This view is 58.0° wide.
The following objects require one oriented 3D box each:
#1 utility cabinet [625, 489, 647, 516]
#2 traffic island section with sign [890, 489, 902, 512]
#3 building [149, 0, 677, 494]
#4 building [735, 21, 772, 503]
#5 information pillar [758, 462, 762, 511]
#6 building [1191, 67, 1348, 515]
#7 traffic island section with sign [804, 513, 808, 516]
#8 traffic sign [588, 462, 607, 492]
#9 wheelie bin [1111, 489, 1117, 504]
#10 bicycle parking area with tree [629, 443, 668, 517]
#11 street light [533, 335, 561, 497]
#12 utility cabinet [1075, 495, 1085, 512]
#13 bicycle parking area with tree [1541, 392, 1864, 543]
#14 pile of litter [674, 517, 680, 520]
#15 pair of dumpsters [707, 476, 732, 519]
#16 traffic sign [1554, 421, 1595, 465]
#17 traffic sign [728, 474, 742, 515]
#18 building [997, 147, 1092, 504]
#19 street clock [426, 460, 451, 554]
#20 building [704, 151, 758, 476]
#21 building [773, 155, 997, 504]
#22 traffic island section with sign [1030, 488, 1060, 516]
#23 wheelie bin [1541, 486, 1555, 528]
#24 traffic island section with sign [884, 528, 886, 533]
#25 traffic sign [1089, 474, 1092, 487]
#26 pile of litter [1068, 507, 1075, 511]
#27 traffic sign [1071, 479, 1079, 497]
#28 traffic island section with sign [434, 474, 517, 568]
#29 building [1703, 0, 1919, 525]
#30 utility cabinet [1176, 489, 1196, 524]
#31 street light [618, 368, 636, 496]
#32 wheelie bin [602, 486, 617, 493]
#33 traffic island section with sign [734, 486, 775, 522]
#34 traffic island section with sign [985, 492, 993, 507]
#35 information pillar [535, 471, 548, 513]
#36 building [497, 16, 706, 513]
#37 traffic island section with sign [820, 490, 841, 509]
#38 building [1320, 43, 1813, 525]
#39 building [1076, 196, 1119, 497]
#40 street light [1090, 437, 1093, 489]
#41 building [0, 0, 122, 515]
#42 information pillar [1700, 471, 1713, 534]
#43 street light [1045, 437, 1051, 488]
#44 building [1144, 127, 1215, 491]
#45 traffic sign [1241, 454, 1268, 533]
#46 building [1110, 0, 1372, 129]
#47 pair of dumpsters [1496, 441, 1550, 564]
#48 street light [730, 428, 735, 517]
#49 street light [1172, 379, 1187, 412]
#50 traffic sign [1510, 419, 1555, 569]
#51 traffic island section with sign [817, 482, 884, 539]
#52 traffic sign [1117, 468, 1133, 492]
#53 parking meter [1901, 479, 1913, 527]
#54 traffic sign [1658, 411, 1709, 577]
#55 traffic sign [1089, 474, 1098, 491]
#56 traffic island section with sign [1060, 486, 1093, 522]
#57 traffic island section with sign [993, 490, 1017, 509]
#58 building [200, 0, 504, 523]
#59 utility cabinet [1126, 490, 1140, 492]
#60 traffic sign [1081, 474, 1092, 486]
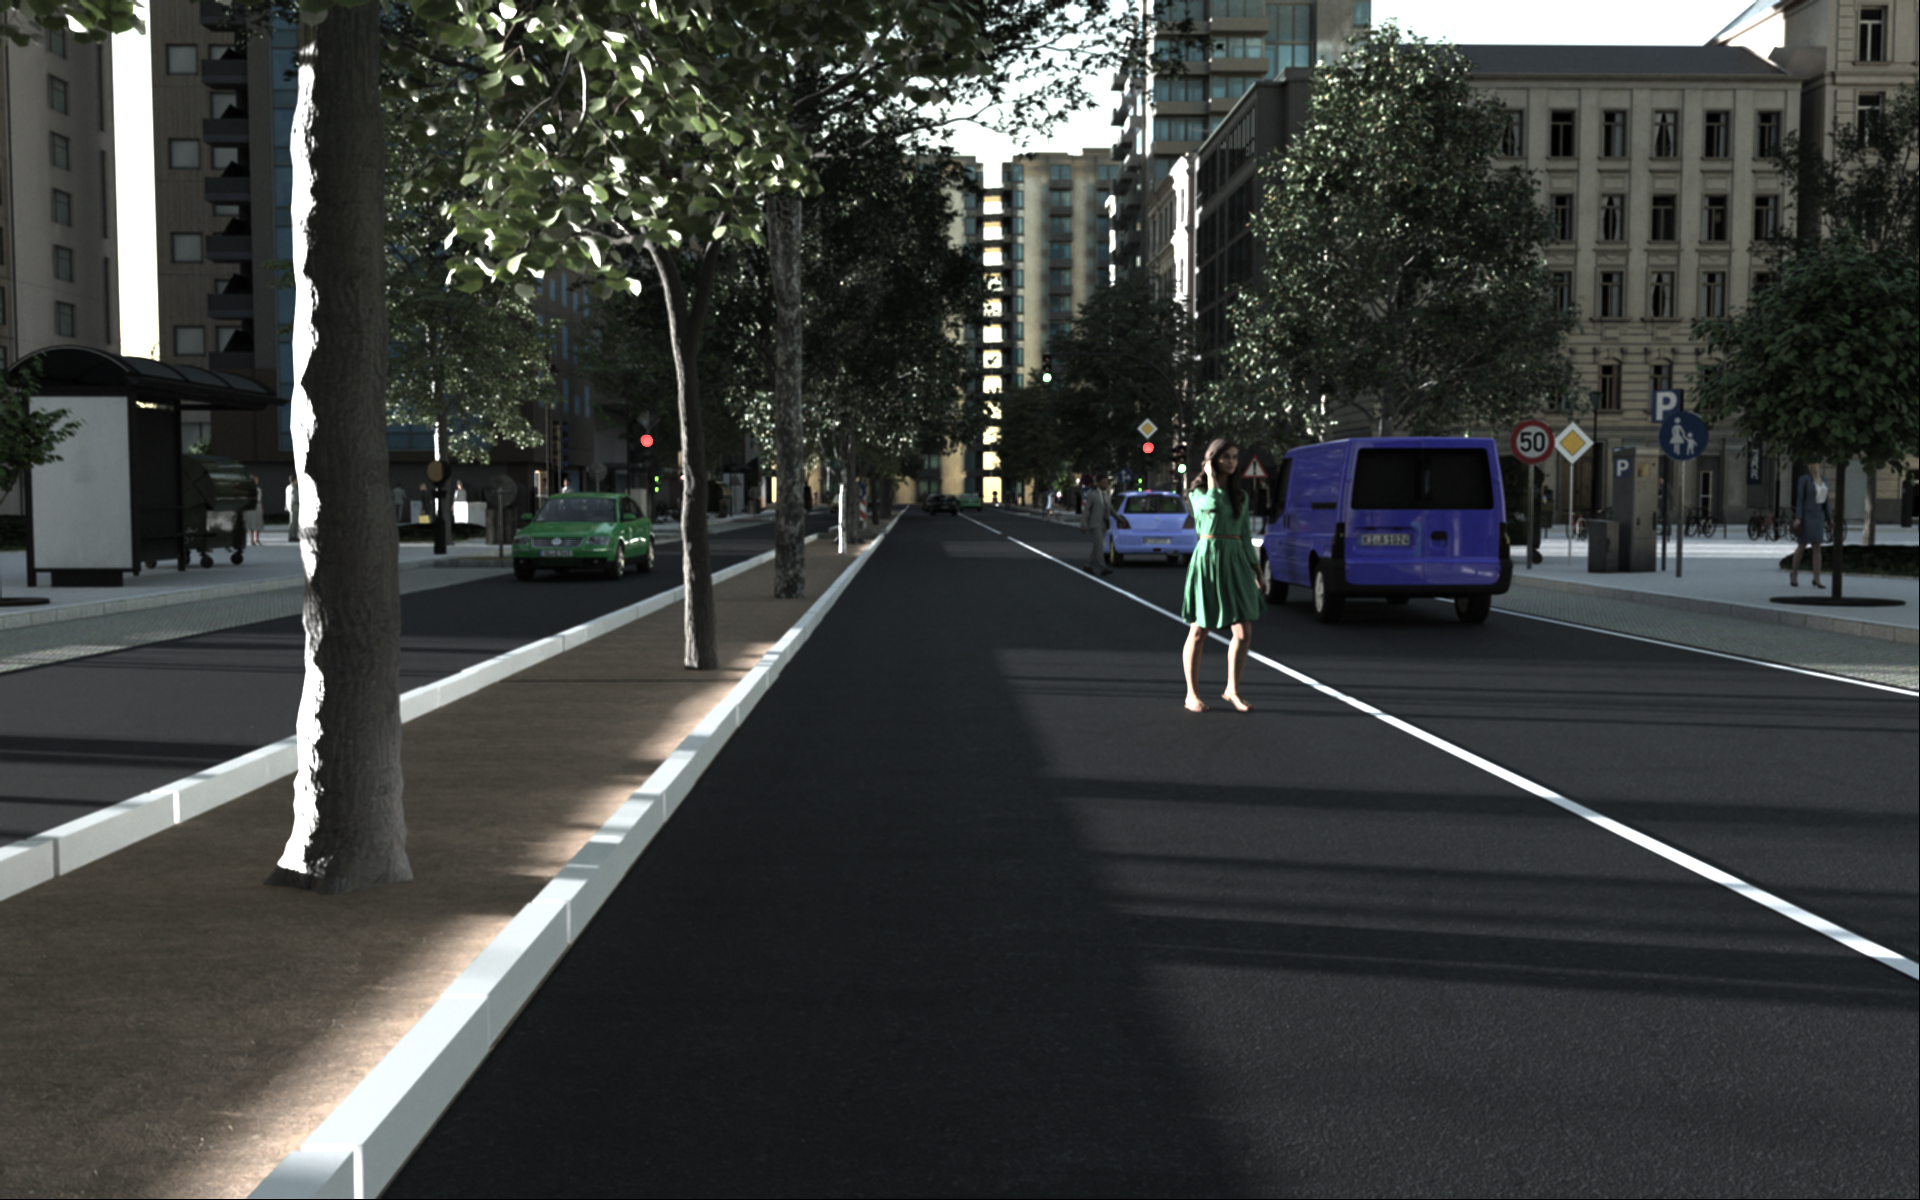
[{"bbox_3d":[-13.258,-3.808,70.936,0.318,1.500,1.173,-3,5,-42],"label":"utility cabinet"},{"bbox_3d":[-5.581,-7.981,138.623,2.006,1.907,1.989,0,4,-1],"label":"traffic island section with sign"},{"bbox_3d":[-33.852,-32.071,113.602,28.713,52.752,27.495,0,4,-1],"label":"building"},{"bbox_3d":[-41.941,-56.605,238.156,31.000,86.520,22.319,0,4,-1],"label":"building"},{"bbox_3d":[-14.767,-8.328,127.524,0.504,3.616,0.183,-3,5,-41],"label":"information pillar"},{"bbox_3d":[23.178,-19.190,107.260,14.314,27.812,24.014,0,4,-1],"label":"building"},{"bbox_3d":[-11.141,-6.540,115.551,1.989,1.847,2.006,0,4,-1],"label":"traffic island section with sign"},{"bbox_3d":[-14.398,-4.204,68.836,0.768,2.556,0.104,0,4,6],"label":"traffic sign"},{"bbox_3d":[9.614,-5.981,105.697,0.693,1.594,0.980,-2,4,-28],"label":"wheelie bin"},{"bbox_3d":[-20.882,-6.722,96.899,8.231,4.147,9.016,1,4,20],"label":"bicycle parking area with tree"},{"bbox_3d":[-11.815,-4.703,49.680,0.468,5.910,1.993,0,4,-1],"label":"street light"},{"bbox_3d":[8.127,-6.357,115.100,1.020,1.237,0.306,3,5,44],"label":"utility cabinet"},{"bbox_3d":[20.408,-3.766,48.583,8.231,4.147,9.016,1,4,13],"label":"bicycle parking area with tree"},{"bbox_3d":[-13.549,-4.374,85.474,1.176,0.858,1.719,0,4,-7],"label":"pile of litter"},{"bbox_3d":[-13.033,-5.436,91.374,1.574,2.255,4.437,0,4,-1],"label":"pair of dumpsters"},{"bbox_3d":[11.013,-1.921,31.136,0.795,2.593,0.064,0,4,1],"label":"traffic sign"},{"bbox_3d":[-14.086,-6.630,108.406,0.884,2.594,0.081,0,4,8],"label":"traffic sign"},{"bbox_3d":[19.496,-38.068,242.013,30.456,49.044,23.786,0,4,-1],"label":"building"},{"bbox_3d":[-11.129,-1.985,37.021,0.471,2.002,0.358,1,4,15],"label":"street clock"},{"bbox_3d":[-34.425,-34.942,195.004,21.600,48.544,21.300,0,4,-1],"label":"building"},{"bbox_3d":[-10.962,-38.051,241.735,30.456,49.044,23.786,0,4,-1],"label":"building"},{"bbox_3d":[5.673,-6.557,115.835,1.989,1.847,2.006,0,4,-1],"label":"traffic island section with sign"},{"bbox_3d":[21.921,-3.496,65.074,0.693,1.594,0.980,0,4,-5],"label":"wheelie bin"},{"bbox_3d":[-3.741,-3.387,63.507,2.006,1.907,1.989,0,4,-1],"label":"traffic island section with sign"},{"bbox_3d":[8.382,-6.864,112.335,0.768,2.556,0.104,0,4,3],"label":"traffic sign"},{"bbox_3d":[8.971,-7.218,131.980,1.176,0.858,1.719,-2,4,-30],"label":"pile of litter"},{"bbox_3d":[8.443,-7.909,129.313,0.884,2.594,0.081,0,4,4],"label":"traffic sign"},{"bbox_3d":[-9.164,-1.570,34.301,1.989,1.847,2.006,0,4,-1],"label":"traffic island section with sign"},{"bbox_3d":[47.721,-17.155,77.747,25.104,27.353,12.463,0,4,-1],"label":"building"},{"bbox_3d":[9.760,-3.975,73.672,1.173,1.500,0.318,-2,4,-29],"label":"utility cabinet"},{"bbox_3d":[-12.235,-5.571,63.881,0.468,5.910,1.993,0,4,-1],"label":"street light"},{"bbox_3d":[-13.045,-3.440,64.146,0.693,1.594,0.980,-1,4,-21],"label":"wheelie bin"},{"bbox_3d":[-10.480,-4.891,88.604,1.989,1.847,2.006,0,4,-1],"label":"traffic island section with sign"},{"bbox_3d":[3.774,-11.319,193.694,1.989,1.847,2.006,0,4,-1],"label":"traffic island section with sign"},{"bbox_3d":[-13.425,-3.127,55.622,0.304,2.012,0.304,-3,4,-36],"label":"information pillar"},{"bbox_3d":[-29.267,-30.272,145.061,14.600,45.320,14.200,0,4,-1],"label":"building"},{"bbox_3d":[-12.362,-9.592,165.452,1.989,1.847,2.006,0,4,-1],"label":"traffic island section with sign"},{"bbox_3d":[25.930,-13.911,76.590,18.267,20.994,9.793,0,4,-1],"label":"building"},{"bbox_3d":[29.795,-30.804,195.527,32.217,40.220,23.993,0,4,-1],"label":"building"},{"bbox_3d":[7.970,-8.043,104.291,0.468,5.910,1.993,0,4,-1],"label":"street light"},{"bbox_3d":[-47.569,-24.046,76.745,14.086,41.232,14.154,0,4,-1],"label":"building"},{"bbox_3d":[24.080,-3.145,55.908,0.304,2.012,0.304,2,4,31],"label":"information pillar"},{"bbox_3d":[6.985,-10.154,138.810,0.468,5.910,1.993,0,4,-1],"label":"street light"},{"bbox_3d":[21.600,-21.010,129.420,13.634,28.700,20.117,0,4,-1],"label":"building"},{"bbox_3d":[9.650,-3.472,56.772,0.884,2.594,0.081,0,4,8],"label":"traffic sign"},{"bbox_3d":[26.404,-33.540,167.994,23.786,49.044,30.456,0,4,-1],"label":"building"},{"bbox_3d":[9.998,-1.910,33.720,1.574,2.255,4.437,0,4,-1],"label":"pair of dumpsters"},{"bbox_3d":[-13.104,-7.715,98.933,0.468,5.910,1.993,0,4,-1],"label":"street light"},{"bbox_3d":[8.820,-5.932,69.769,0.468,5.910,1.993,0,4,-1],"label":"street light"},{"bbox_3d":[9.750,-1.803,29.590,0.768,2.556,0.104,0,4,3],"label":"traffic sign"},{"bbox_3d":[-3.571,-2.934,56.102,2.006,1.907,1.989,0,4,-1],"label":"traffic island section with sign"},{"bbox_3d":[8.126,-5.222,85.480,0.768,2.556,0.104,0,4,-1],"label":"traffic sign"},{"bbox_3d":[36.581,-3.742,66.899,0.255,1.863,0.399,0,4,3],"label":"parking meter"},{"bbox_3d":[11.108,-1.626,26.687,0.768,2.556,0.104,0,4,4],"label":"traffic sign"},{"bbox_3d":[8.436,-6.678,109.196,0.884,2.594,0.081,0,4,2],"label":"traffic sign"},{"bbox_3d":[6.340,-4.897,88.697,1.989,1.847,2.006,0,4,-1],"label":"traffic island section with sign"},{"bbox_3d":[4.454,-9.629,166.058,1.989,1.847,2.006,0,4,-1],"label":"traffic island section with sign"},{"bbox_3d":[-25.713,-26.383,81.477,14.600,45.320,14.200,0,4,-1],"label":"building"},{"bbox_3d":[10.240,-5.782,103.207,0.318,1.500,1.173,-2,4,-35],"label":"utility cabinet"},{"bbox_3d":[7.955,-6.656,108.938,0.768,2.556,0.104,0,4,0],"label":"traffic sign"}]
